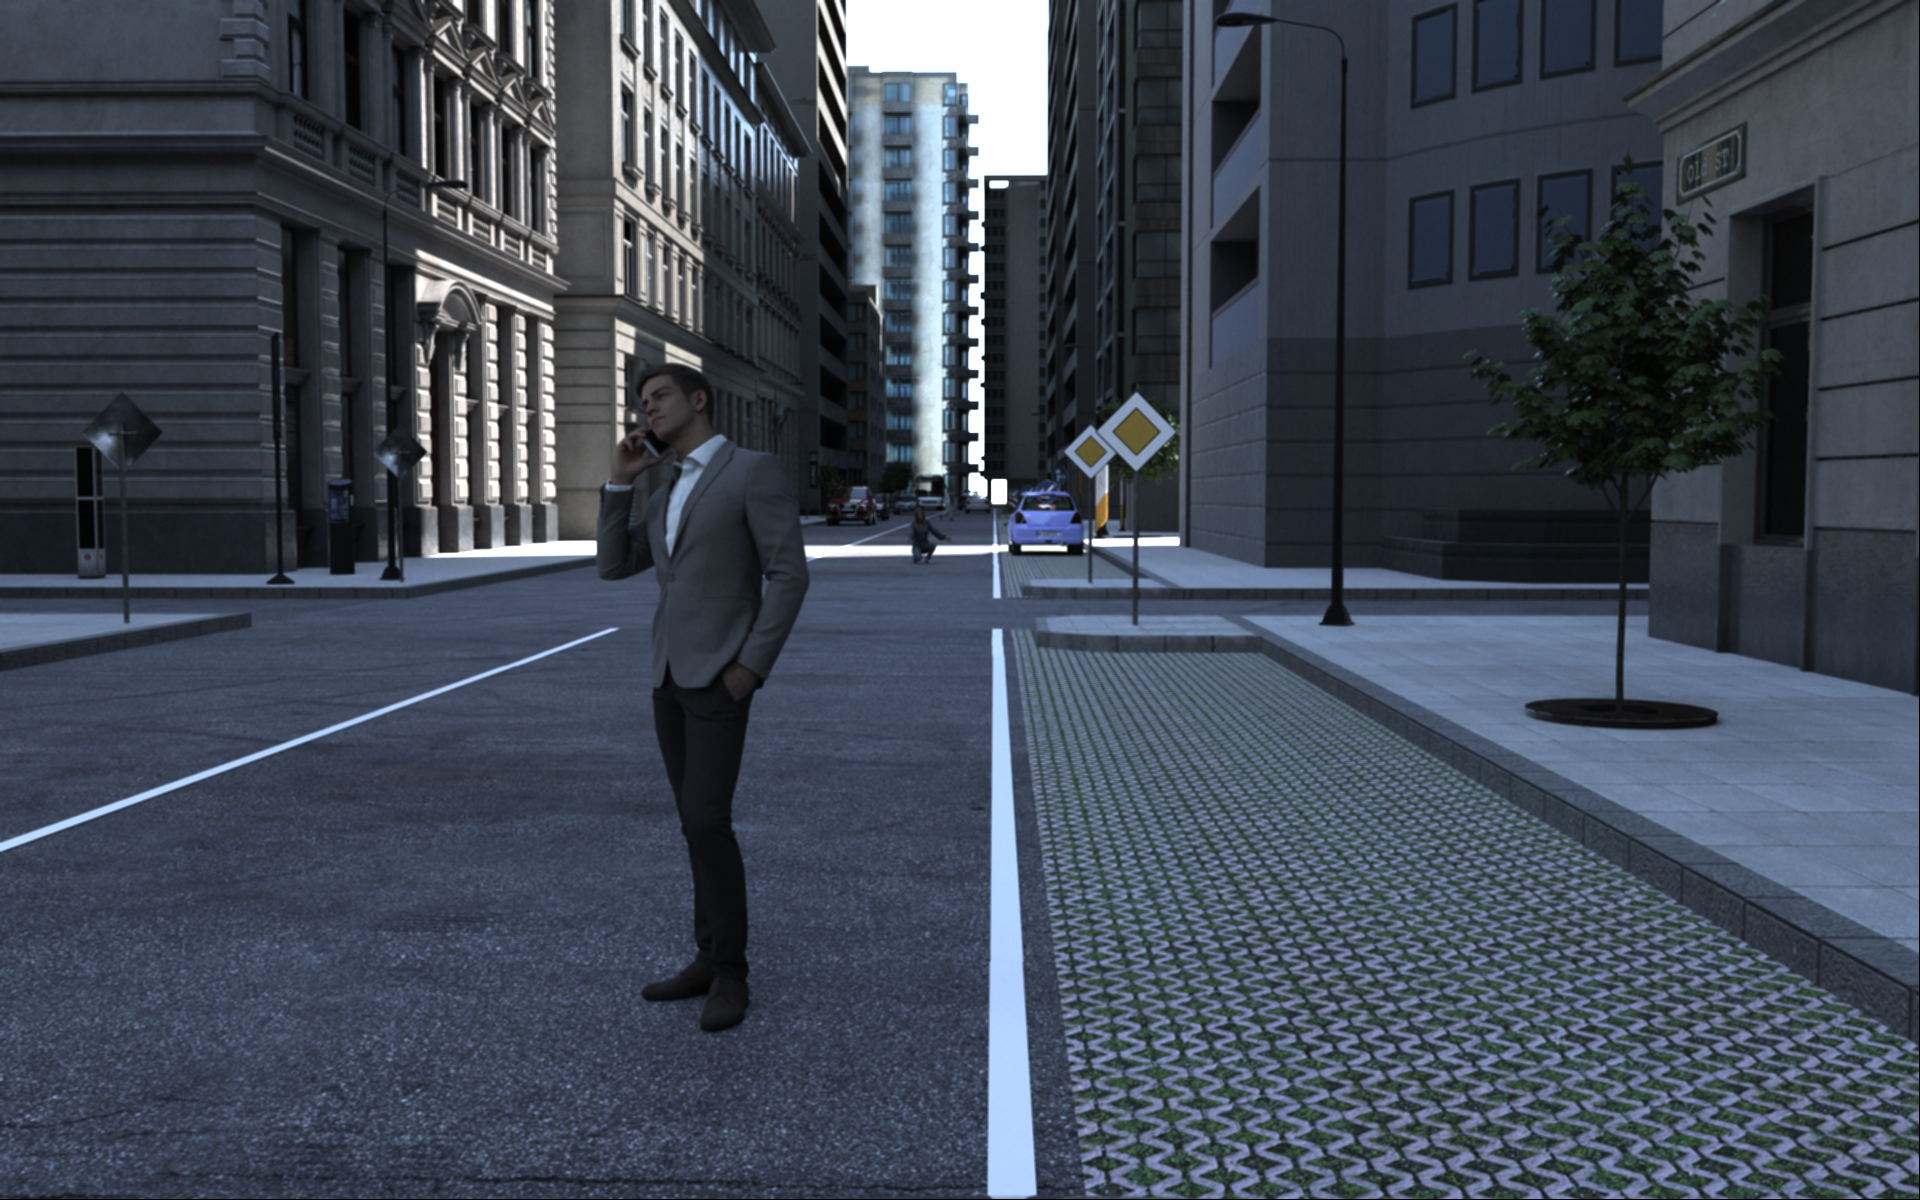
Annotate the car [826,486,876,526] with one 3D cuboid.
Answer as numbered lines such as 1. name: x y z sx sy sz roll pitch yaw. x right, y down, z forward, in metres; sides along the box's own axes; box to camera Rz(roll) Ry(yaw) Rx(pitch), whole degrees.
1. car: -4.969 -4.341 79.647 2.281 1.827 5.304 0 4 1

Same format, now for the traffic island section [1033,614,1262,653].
1. traffic island section: 1.740 0.323 17.004 2.009 0.180 2.903 0 4 1

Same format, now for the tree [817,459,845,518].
1. tree: -7.037 -6.111 94.521 1.663 3.219 1.824 0 3 0

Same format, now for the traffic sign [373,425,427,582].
1. traffic sign: -8.117 -1.314 25.128 0.795 2.450 0.064 0 4 1

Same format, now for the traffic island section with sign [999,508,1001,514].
1. traffic island section with sign: 3.925 -7.223 126.722 1.989 1.847 2.006 0 4 1

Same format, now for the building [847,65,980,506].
1. building: -12.991 -35.275 196.361 30.456 49.044 23.786 0 4 1

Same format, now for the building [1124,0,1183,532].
1. building: 12.993 -17.884 64.105 14.160 30.474 14.107 0 4 1

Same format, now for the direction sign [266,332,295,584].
1. direction sign: -9.718 -1.998 24.667 0.379 3.537 0.876 -2 4 -26

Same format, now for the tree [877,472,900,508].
1. tree: -6.357 -9.927 156.902 1.663 3.219 1.824 0 3 0

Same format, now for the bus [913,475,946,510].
1. bus: -2.749 -9.966 157.803 2.948 3.499 13.247 0 4 -1

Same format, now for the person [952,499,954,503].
1. person: -0.908 -8.211 146.004 1.065 1.426 0.557 3 5 40

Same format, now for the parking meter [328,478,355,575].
1. parking meter: -9.888 -1.179 27.686 0.372 1.533 0.369 0 3 0

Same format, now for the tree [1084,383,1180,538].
1. tree: 5.237 -4.137 51.361 4.285 4.588 4.351 0 3 0

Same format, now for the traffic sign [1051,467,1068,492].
1. traffic sign: 4.724 -5.024 82.248 0.768 2.556 0.104 1 4 9

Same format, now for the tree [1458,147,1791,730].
1. tree: 3.651 -0.931 9.829 1.663 3.219 1.824 0 3 0

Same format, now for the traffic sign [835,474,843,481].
1. traffic sign: -6.820 -5.791 95.864 0.795 2.450 0.064 0 4 2

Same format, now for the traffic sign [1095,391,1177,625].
1. traffic sign: 1.717 -0.812 16.927 0.795 2.450 0.064 0 4 1

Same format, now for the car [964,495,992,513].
1. car: 1.339 -7.169 129.578 2.083 1.381 4.827 0 4 1

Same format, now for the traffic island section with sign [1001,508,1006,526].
1. traffic island section with sign: 2.941 -4.191 77.144 1.989 1.847 2.006 0 4 1

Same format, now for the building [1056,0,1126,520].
1. building: 15.644 -39.748 88.127 20.563 71.187 20.611 0 4 1

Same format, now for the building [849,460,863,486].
1. building: -18.016 -42.390 131.330 20.563 71.187 20.611 0 4 1

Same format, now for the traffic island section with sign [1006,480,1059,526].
1. traffic island section with sign: 2.400 -2.542 50.194 1.989 1.847 2.006 0 4 1

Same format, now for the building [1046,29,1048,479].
1. building: 15.719 -31.603 166.820 14.600 45.320 14.200 0 4 1

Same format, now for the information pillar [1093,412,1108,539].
1. information pillar: 4.034 -3.546 49.326 0.183 3.616 0.504 -2 4 -34

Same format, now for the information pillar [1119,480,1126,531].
1. information pillar: 5.635 -4.186 59.790 0.183 3.616 0.504 1 4 20

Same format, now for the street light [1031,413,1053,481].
1. street light: 4.754 -7.751 99.272 1.470 5.913 1.316 0 4 1

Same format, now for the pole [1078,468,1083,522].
1. pole: 4.999 -4.771 71.847 0.158 3.312 0.155 0 3 0

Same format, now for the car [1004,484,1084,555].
1. car: 2.026 -1.952 41.508 1.945 1.707 3.694 0 4 0

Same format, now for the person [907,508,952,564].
1. person: -0.672 -1.326 35.680 1.012 1.151 0.738 -1 4 -14

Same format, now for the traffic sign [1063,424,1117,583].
1. traffic sign: 1.874 -1.301 24.910 0.795 2.450 0.064 0 4 1

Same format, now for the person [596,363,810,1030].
1. person: -0.729 0.234 4.850 0.473 1.802 0.592 -2 4 -32

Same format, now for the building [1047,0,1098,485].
1. building: 17.736 -31.190 133.665 21.300 48.544 21.600 0 4 1

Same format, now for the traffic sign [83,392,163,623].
1. traffic sign: -8.275 -0.826 17.144 0.795 2.450 0.064 0 4 1

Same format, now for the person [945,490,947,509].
1. person: -1.302 -9.999 171.981 0.705 1.824 1.348 2 4 27

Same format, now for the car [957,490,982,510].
1. car: 0.891 -9.085 157.220 2.281 1.827 5.304 0 4 2

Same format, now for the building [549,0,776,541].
1. building: -16.348 -13.938 61.166 16.112 22.955 30.059 0 4 1

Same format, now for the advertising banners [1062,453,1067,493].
1. advertising banners: 4.456 -4.748 73.815 0.090 3.025 2.074 0 4 -1

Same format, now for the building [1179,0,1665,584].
1. building: 19.370 -29.998 32.460 28.212 58.520 21.231 0 4 1

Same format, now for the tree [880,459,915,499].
1. tree: -5.890 -11.016 163.821 4.285 4.588 4.351 0 3 0

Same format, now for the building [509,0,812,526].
1. building: -13.867 -15.735 86.150 11.050 23.489 19.941 0 4 1

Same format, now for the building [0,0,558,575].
1. building: -15.644 -12.679 36.177 11.050 23.489 19.941 0 4 1

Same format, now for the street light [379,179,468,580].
1. street light: -7.964 -3.253 25.734 1.470 5.913 1.316 0 4 1

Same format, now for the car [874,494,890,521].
1. car: -4.822 -5.197 94.754 2.009 1.686 4.222 0 4 1

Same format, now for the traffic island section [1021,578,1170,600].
1. traffic island section: 1.898 -0.166 24.987 2.009 0.180 2.903 0 4 1

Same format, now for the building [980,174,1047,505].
1. building: 14.305 -31.049 199.524 23.993 40.220 32.217 0 4 1

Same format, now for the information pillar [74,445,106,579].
1. information pillar: -13.165 -1.328 26.212 0.304 2.012 0.304 0 4 -5

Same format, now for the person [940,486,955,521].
1. person: -0.685 -5.190 93.232 0.818 1.842 0.514 1 4 15

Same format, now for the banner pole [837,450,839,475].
1. banner pole: -6.953 -6.644 98.646 0.401 3.779 0.863 0 4 2

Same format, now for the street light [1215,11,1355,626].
1. street light: 3.161 -2.710 16.849 1.470 5.913 1.316 0 4 1

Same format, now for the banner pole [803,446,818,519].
1. banner pole: -7.740 -6.103 89.805 0.863 3.779 0.401 1 4 23

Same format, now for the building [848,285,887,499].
1. building: -22.142 -19.367 161.687 28.899 21.520 27.650 0 4 1

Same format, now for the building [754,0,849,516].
1. building: -18.716 -29.801 110.941 21.300 48.544 21.600 0 4 1

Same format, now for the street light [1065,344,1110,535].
1. street light: 3.948 -4.971 53.822 1.470 5.913 1.316 0 4 1

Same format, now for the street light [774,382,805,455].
1. street light: -7.106 -6.069 71.762 1.470 5.913 1.316 0 4 1

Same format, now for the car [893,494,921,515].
1. car: -3.740 -6.784 122.921 2.014 1.417 4.499 0 4 3
